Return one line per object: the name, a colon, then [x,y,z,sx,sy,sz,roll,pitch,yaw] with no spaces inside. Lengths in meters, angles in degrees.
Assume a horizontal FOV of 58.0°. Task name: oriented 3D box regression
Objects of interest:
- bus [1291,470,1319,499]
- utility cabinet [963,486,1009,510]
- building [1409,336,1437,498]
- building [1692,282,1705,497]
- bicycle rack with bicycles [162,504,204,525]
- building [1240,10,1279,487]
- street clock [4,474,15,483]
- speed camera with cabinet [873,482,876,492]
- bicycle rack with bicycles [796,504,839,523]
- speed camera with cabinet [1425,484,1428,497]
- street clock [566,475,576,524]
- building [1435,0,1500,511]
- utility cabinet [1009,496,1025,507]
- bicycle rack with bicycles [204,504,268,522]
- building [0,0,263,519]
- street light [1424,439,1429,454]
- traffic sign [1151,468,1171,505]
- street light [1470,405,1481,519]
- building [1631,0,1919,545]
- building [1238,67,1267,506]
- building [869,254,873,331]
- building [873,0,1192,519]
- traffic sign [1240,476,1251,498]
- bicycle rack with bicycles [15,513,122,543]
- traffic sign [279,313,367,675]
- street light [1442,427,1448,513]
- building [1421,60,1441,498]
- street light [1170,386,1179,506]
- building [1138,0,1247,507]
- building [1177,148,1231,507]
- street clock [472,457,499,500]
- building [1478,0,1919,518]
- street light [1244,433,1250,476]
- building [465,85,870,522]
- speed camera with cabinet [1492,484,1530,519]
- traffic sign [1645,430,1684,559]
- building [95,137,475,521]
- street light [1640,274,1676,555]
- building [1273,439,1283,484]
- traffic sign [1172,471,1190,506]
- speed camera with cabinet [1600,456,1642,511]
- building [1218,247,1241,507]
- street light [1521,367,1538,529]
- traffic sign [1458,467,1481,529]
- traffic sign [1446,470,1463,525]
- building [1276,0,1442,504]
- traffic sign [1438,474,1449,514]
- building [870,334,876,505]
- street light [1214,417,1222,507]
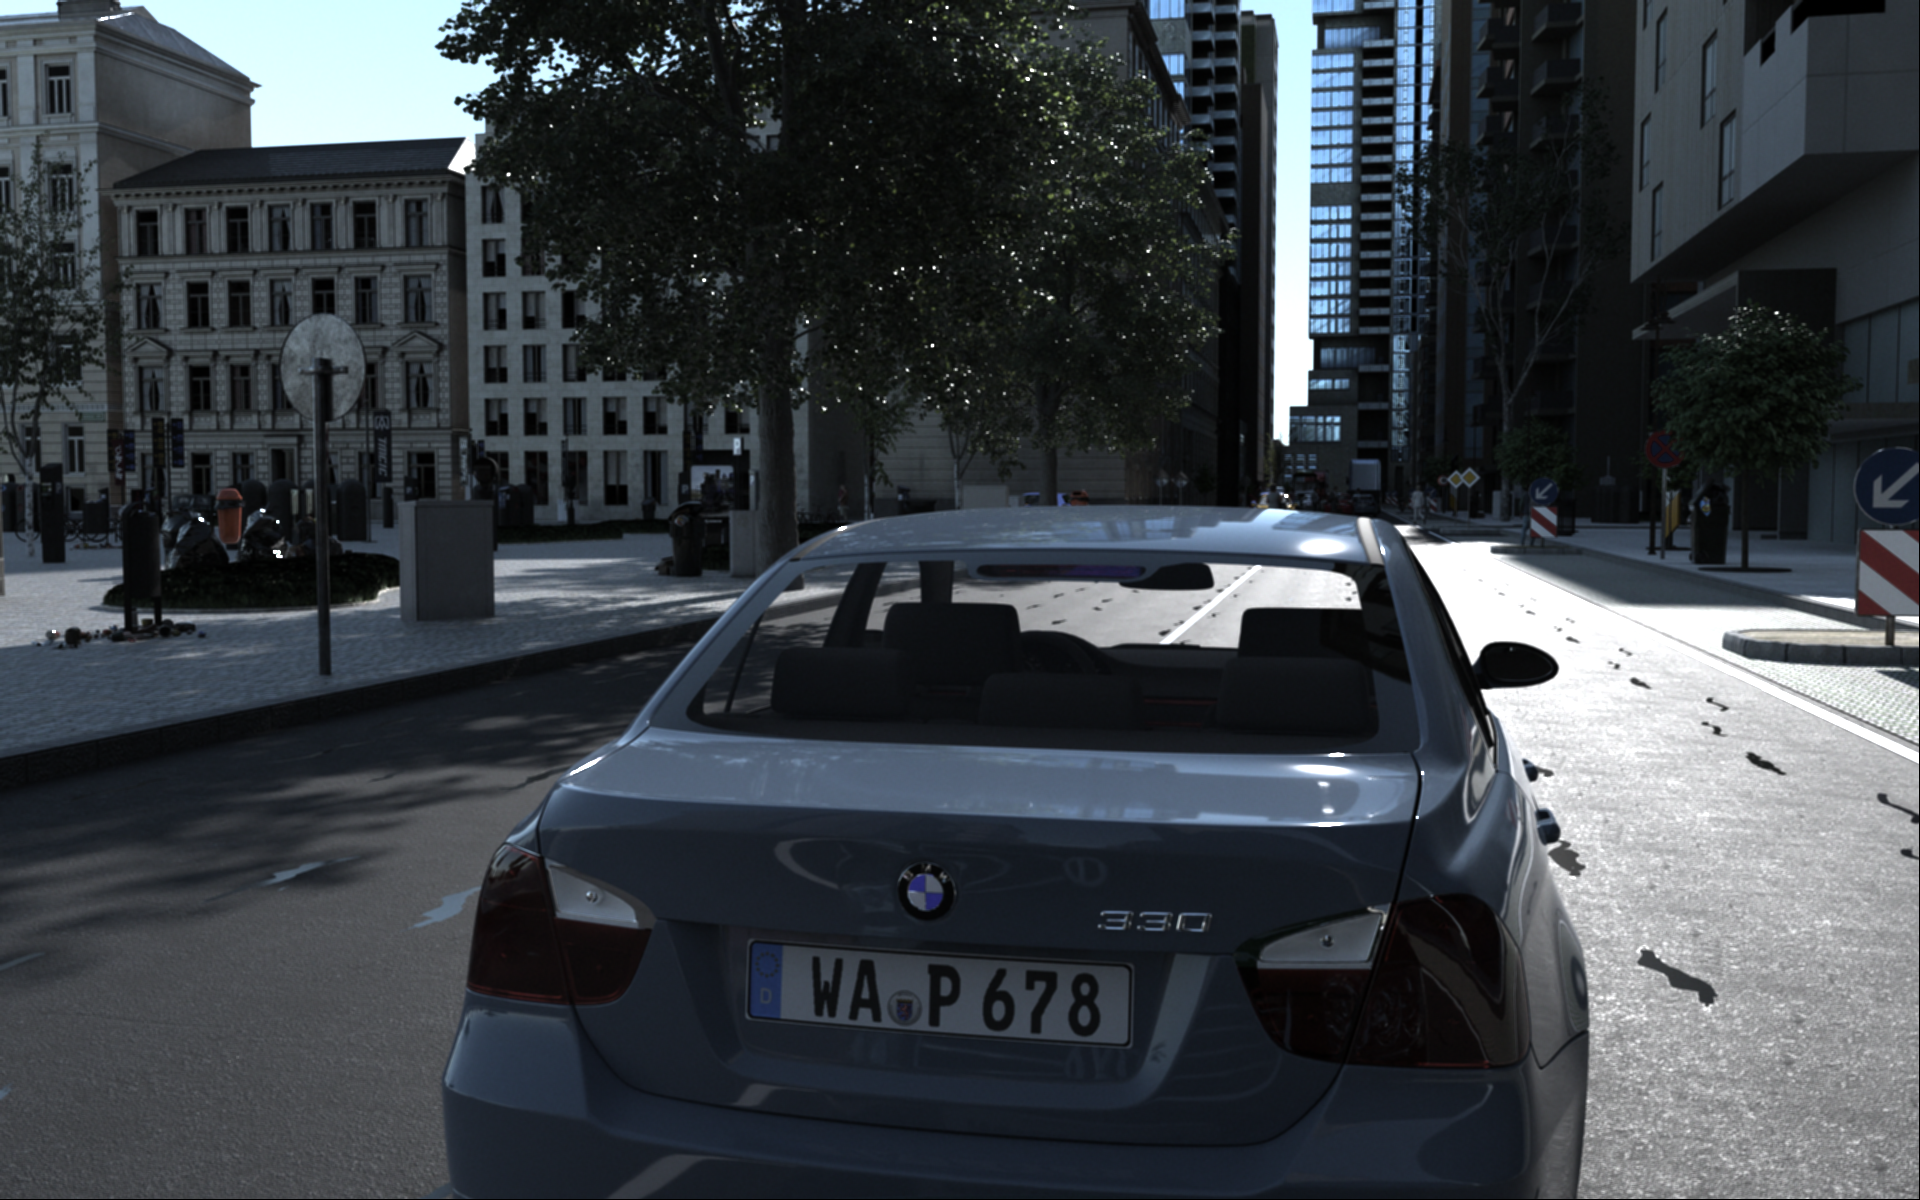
bus: [36.608,-11.769,183.962,2.896,3.916,12.252,1,4,11]
utility cabinet: [0.675,-2.235,45.223,1.173,1.500,0.318,1,4,15]
building: [67.003,-21.750,200.650,27.650,21.520,28.899,1,4,13]
building: [48.972,-32.575,74.605,28.212,58.520,21.231,1,4,13]
bicycle rack with bicycles: [-27.470,-2.909,60.952,2.852,0.926,2.925,-1,4,-16]
building: [24.405,-41.039,212.980,28.212,58.520,21.231,1,4,13]
street clock: [-34.073,-3.521,62.130,0.471,2.002,0.358,3,5,42]
speed camera with cabinet: [-5.730,-7.878,123.141,0.660,3.252,2.038,1,4,9]
bicycle rack with bicycles: [-6.021,-2.944,61.521,2.852,0.926,2.925,-3,4,-38]
speed camera with cabinet: [35.933,-8.455,132.567,0.660,3.252,2.038,1,4,15]
street clock: [-14.765,-3.744,65.790,0.358,2.002,0.471,1,4,11]
building: [44.885,-29.679,135.359,14.600,45.320,14.200,1,4,13]
utility cabinet: [2.067,-3.315,65.359,0.306,1.237,1.020,-2,4,-29]
bicycle rack with bicycles: [-23.664,-2.775,58.752,2.925,0.926,2.852,-3,4,-36]
building: [-50.859,-18.872,94.469,20.117,28.700,13.634,1,4,13]
street light: [38.814,-10.473,144.023,0.468,5.910,1.993,1,4,13]
traffic sign: [7.697,-3.834,66.327,0.795,2.450,0.064,1,4,13]
street light: [26.816,-7.186,90.279,0.468,5.910,1.993,1,4,13]
building: [33.729,-27.817,44.040,28.713,52.752,27.495,1,4,13]
building: [25.664,-32.839,187.026,14.600,45.320,14.200,1,4,13]
building: [-10.627,-36.595,252.947,28.867,44.769,22.147,1,4,13]
building: [4.380,-17.783,88.021,12.463,27.353,25.104,1,4,13]
traffic sign: [20.286,-7.522,123.084,0.768,2.556,0.104,1,4,17]
bicycle rack with bicycles: [-23.803,-2.033,46.615,2.925,0.926,2.852,-1,4,-21]
traffic sign: [-4.509,-0.741,12.223,0.768,2.556,0.104,1,4,21]
street light: [32.709,-8.807,116.789,0.468,5.910,1.993,1,4,13]
building: [57.685,-31.625,171.696,22.147,44.769,28.867,1,4,13]
street light: [9.099,-6.213,74.374,0.468,5.910,1.993,1,4,13]
building: [16.576,-52.085,164.256,22.319,86.520,31.000,1,4,13]
building: [8.893,-17.260,115.478,16.112,22.955,30.059,1,4,13]
street clock: [-9.394,-1.820,34.327,0.471,2.002,0.358,0,4,1]
building: [42.807,-27.479,103.910,22.147,44.769,28.867,1,4,13]
street light: [21.226,-9.531,128.625,0.468,5.910,1.993,1,4,13]
building: [-13.934,-14.085,85.038,16.860,20.320,10.420,1,4,13]
speed camera with cabinet: [28.125,-5.744,88.252,2.038,3.252,0.660,-2,4,-25]
traffic sign: [13.868,-2.079,34.105,0.768,2.556,0.104,1,4,14]
building: [-32.021,-13.707,88.735,19.286,19.102,10.561,1,4,13]
street light: [14.666,-3.898,36.523,0.468,5.910,1.993,1,4,13]
building: [31.822,-40.180,246.186,27.495,52.752,28.713,1,4,13]
traffic sign: [9.440,-4.311,74.120,0.795,2.450,0.064,1,4,13]
speed camera with cabinet: [34.456,-5.869,90.292,2.038,3.252,0.660,0,4,7]
building: [15.529,-18.824,137.453,12.332,23.373,15.834,1,4,13]
street light: [20.674,-5.518,63.007,0.468,5.910,1.993,1,4,13]
traffic sign: [18.764,-3.682,63.840,0.795,2.450,0.064,1,4,13]
traffic sign: [20.507,-4.158,71.633,0.795,2.450,0.064,1,4,13]
building: [59.690,-56.459,235.771,31.000,86.520,22.319,1,4,13]
traffic sign: [31.377,-6.869,112.417,0.768,2.556,0.104,1,4,14]
building: [-4.106,-22.778,217.451,28.899,21.520,27.650,1,4,13]
street light: [15.110,-7.876,101.561,0.468,5.910,1.993,1,4,13]
